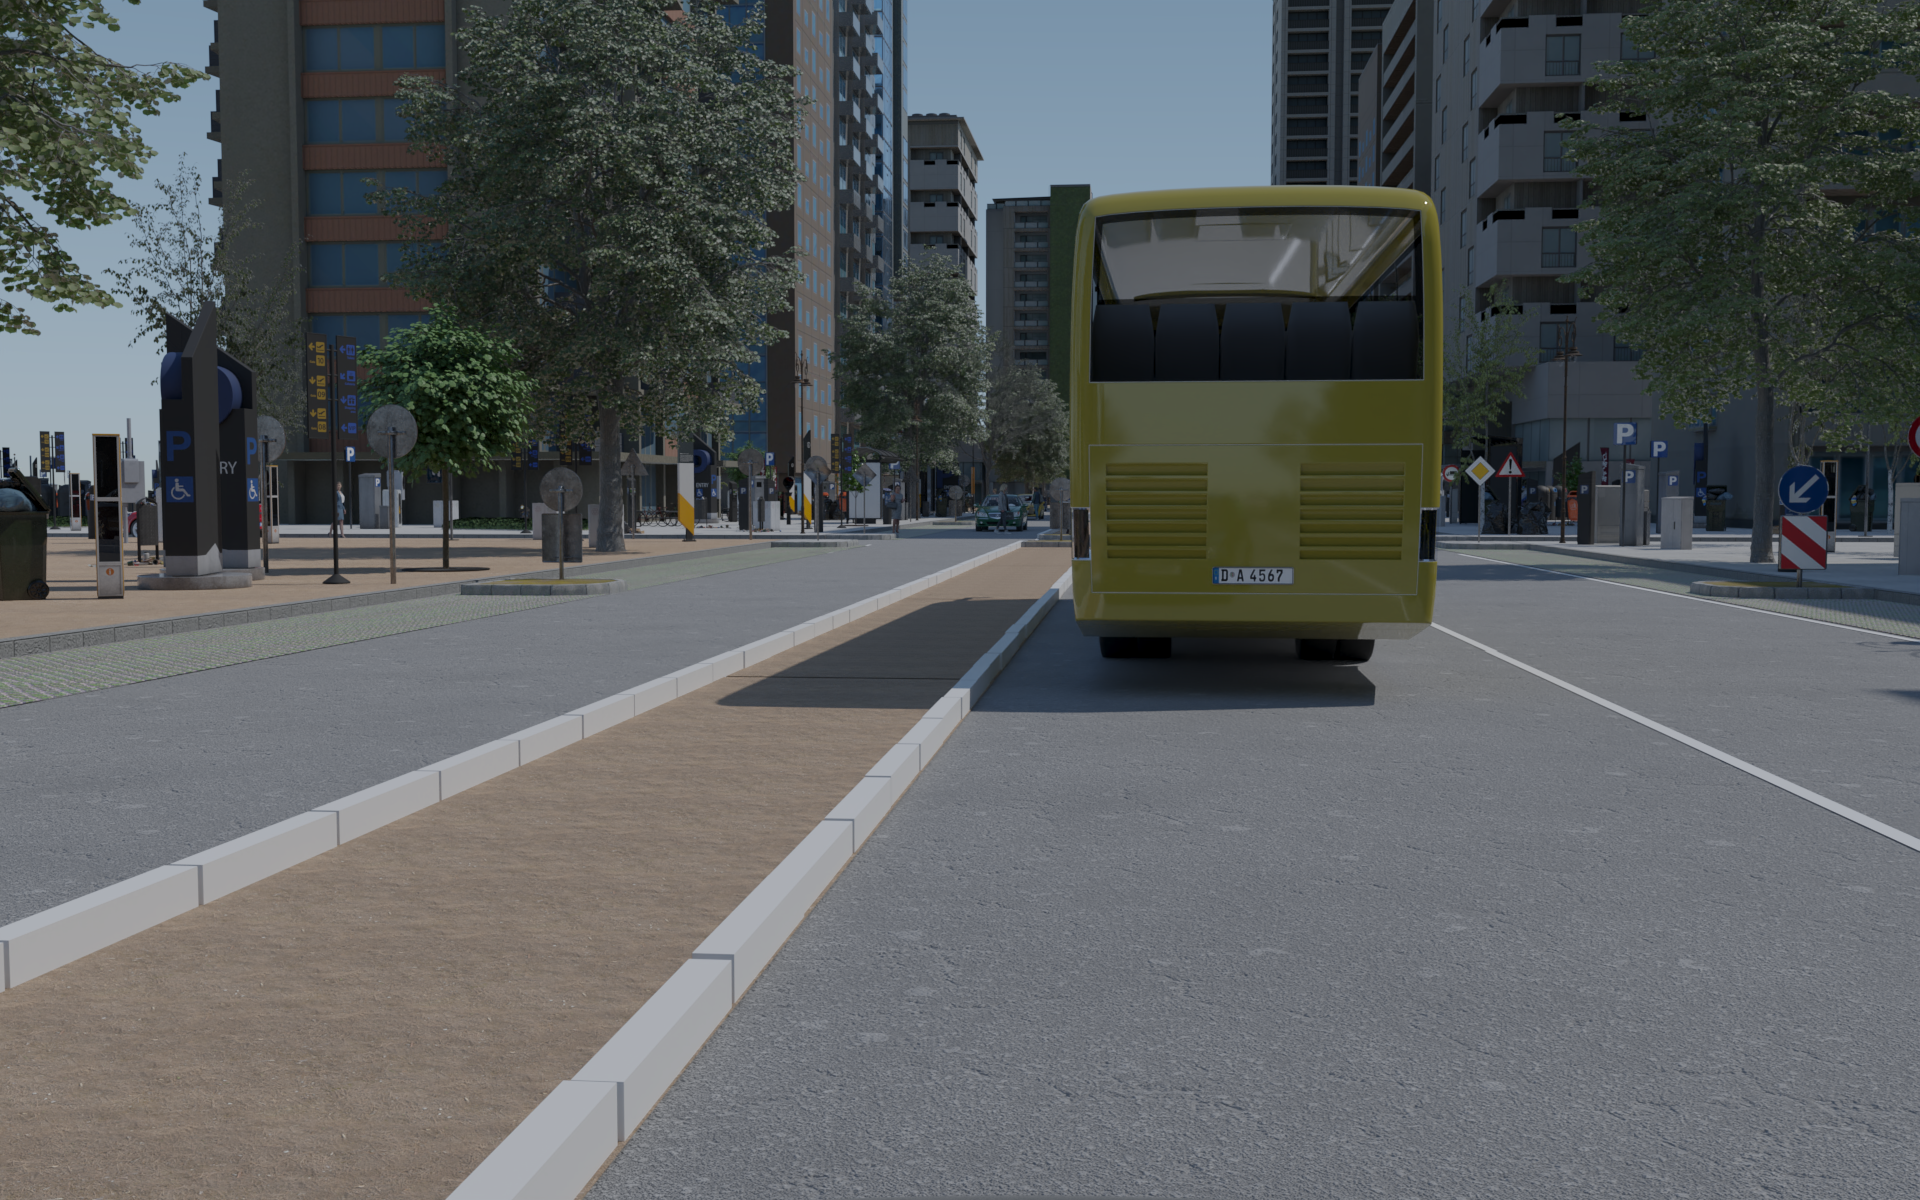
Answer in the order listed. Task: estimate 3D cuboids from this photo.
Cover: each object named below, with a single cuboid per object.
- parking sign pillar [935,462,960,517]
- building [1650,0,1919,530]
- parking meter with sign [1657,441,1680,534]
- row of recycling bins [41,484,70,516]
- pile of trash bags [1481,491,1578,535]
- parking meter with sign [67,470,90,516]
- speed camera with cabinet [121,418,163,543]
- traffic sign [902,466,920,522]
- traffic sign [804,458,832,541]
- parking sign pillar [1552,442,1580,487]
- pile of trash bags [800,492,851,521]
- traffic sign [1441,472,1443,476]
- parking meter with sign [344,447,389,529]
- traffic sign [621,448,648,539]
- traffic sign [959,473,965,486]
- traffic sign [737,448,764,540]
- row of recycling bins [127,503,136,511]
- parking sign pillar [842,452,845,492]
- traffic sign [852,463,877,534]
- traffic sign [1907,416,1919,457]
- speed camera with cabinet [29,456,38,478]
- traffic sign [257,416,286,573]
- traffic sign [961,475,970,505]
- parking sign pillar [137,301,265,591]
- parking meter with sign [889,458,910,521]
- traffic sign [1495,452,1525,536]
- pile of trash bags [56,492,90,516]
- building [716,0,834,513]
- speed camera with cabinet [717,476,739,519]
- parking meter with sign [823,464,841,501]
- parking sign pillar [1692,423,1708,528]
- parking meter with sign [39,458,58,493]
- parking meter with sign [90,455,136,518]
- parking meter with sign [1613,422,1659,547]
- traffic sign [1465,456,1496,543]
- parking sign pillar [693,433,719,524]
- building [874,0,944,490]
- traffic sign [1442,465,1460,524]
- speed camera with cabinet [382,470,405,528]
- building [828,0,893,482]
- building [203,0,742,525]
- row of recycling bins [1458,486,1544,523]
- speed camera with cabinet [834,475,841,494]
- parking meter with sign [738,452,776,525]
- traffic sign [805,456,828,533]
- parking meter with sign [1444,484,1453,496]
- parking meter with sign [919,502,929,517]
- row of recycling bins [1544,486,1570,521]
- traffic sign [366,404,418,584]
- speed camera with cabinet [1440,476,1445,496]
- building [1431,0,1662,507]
[{"bbox_3d":[-0.718,-6.751,98.850,1.447,3.967,1.447,0,4,5],"label":"parking sign pillar"},{"bbox_3d":[40.533,-27.289,69.871,21.600,48.544,21.300,0,4,6],"label":"building"},{"bbox_3d":[22.823,-3.643,55.823,0.543,3.016,1.738,0,4,0],"label":"parking meter with sign"},{"bbox_3d":[-38.635,-4.001,72.530,3.534,1.692,1.069,0,4,7],"label":"row of recycling bins"},{"bbox_3d":[18.225,-2.760,54.874,1.912,1.369,3.447,-3,5,-42],"label":"pile of trash bags"},{"bbox_3d":[-47.850,-6.011,94.546,1.738,3.016,0.543,0,4,-4],"label":"parking meter with sign"},{"bbox_3d":[-21.213,-3.143,45.727,2.038,3.252,0.660,-3,5,-40],"label":"speed camera with cabinet"},{"bbox_3d":[-2.271,-4.871,79.644,0.884,2.594,0.081,1,4,14],"label":"traffic sign"},{"bbox_3d":[-3.898,-2.685,47.536,0.795,2.450,0.064,0,4,6],"label":"traffic sign"},{"bbox_3d":[31.241,-6.169,89.334,1.447,3.967,1.447,1,4,11],"label":"parking sign pillar"},{"bbox_3d":[-6.362,-4.595,84.875,1.912,1.369,3.447,-2,4,-34],"label":"pile of trash bags"},{"bbox_3d":[14.534,-3.056,53.609,0.795,2.450,0.064,0,4,6],"label":"traffic sign"},{"bbox_3d":[-21.663,-4.116,63.565,1.738,3.016,0.543,1,4,16],"label":"parking meter with sign"},{"bbox_3d":[-9.281,-3.007,49.165,0.884,2.594,0.081,0,4,7],"label":"traffic sign"},{"bbox_3d":[-0.091,-6.328,103.563,0.768,2.556,0.104,0,4,8],"label":"traffic sign"},{"bbox_3d":[-5.854,-2.953,48.393,0.768,2.556,0.104,1,4,10],"label":"traffic sign"},{"bbox_3d":[-62.221,-7.468,129.219,1.069,1.692,3.534,-3,5,-41],"label":"row of recycling bins"},{"bbox_3d":[-6.891,-7.456,110.385,1.447,3.967,1.447,-3,4,-38],"label":"parking sign pillar"},{"bbox_3d":[-3.061,-3.170,55.477,0.795,2.450,0.064,0,4,6],"label":"traffic sign"},{"bbox_3d":[14.979,-1.627,26.704,0.768,2.556,0.104,1,4,10],"label":"traffic sign"},{"bbox_3d":[-48.426,-5.782,88.864,2.038,3.252,0.660,0,4,2],"label":"speed camera with cabinet"},{"bbox_3d":[-11.296,-1.713,28.117,0.768,2.556,0.104,1,4,12],"label":"traffic sign"},{"bbox_3d":[0.278,-7.094,116.092,0.768,2.556,0.104,1,4,11],"label":"traffic sign"},{"bbox_3d":[-10.481,-2.150,23.619,1.447,3.967,1.447,-1,4,-9],"label":"parking sign pillar"},{"bbox_3d":[-2.942,-5.374,84.134,0.543,3.016,1.738,1,4,14],"label":"parking meter with sign"},{"bbox_3d":[16.945,-3.264,53.378,0.884,2.594,0.081,1,4,12],"label":"traffic sign"},{"bbox_3d":[-49.850,-5.406,98.137,1.912,1.369,3.447,3,5,44],"label":"pile of trash bags"},{"bbox_3d":[-16.906,-28.761,120.359,14.600,45.320,14.200,0,4,6],"label":"building"},{"bbox_3d":[-11.194,-5.443,83.329,2.038,3.252,0.660,0,4,-2],"label":"speed camera with cabinet"},{"bbox_3d":[-7.656,-6.423,101.278,0.543,3.016,1.738,-3,4,-38],"label":"parking meter with sign"},{"bbox_3d":[27.951,-4.701,65.330,1.447,3.967,1.447,1,4,21],"label":"parking sign pillar"},{"bbox_3d":[-43.454,-5.233,81.822,0.543,3.016,1.738,0,4,5],"label":"parking meter with sign"},{"bbox_3d":[-37.804,-4.965,77.441,1.738,3.016,0.543,0,4,6],"label":"parking meter with sign"},{"bbox_3d":[16.668,-2.850,42.853,0.543,3.016,1.738,3,4,36],"label":"parking meter with sign"},{"bbox_3d":[13.697,-2.570,45.668,0.795,2.450,0.064,0,4,6],"label":"traffic sign"},{"bbox_3d":[-11.255,-5.332,75.652,1.447,3.967,1.447,2,4,31],"label":"parking sign pillar"},{"bbox_3d":[-17.960,-53.374,185.338,31.000,86.520,22.319,0,4,6],"label":"building"},{"bbox_3d":[21.181,-4.561,74.680,0.768,2.556,0.104,1,4,13],"label":"traffic sign"},{"bbox_3d":[-21.965,-4.457,67.200,0.660,3.252,2.038,-1,4,-10],"label":"speed camera with cabinet"},{"bbox_3d":[-18.677,-32.271,147.237,23.786,49.044,30.456,0,4,6],"label":"building"},{"bbox_3d":[-23.278,-26.281,84.316,22.147,44.769,28.867,0,4,6],"label":"building"},{"bbox_3d":[23.818,-4.264,76.829,3.534,1.692,1.069,3,5,40],"label":"row of recycling bins"},{"bbox_3d":[-8.415,-7.942,124.190,0.660,3.252,2.038,2,4,35],"label":"speed camera with cabinet"},{"bbox_3d":[-8.459,-4.627,71.915,0.543,3.016,1.738,3,5,39],"label":"parking meter with sign"},{"bbox_3d":[-4.764,-3.502,57.364,0.768,2.556,0.104,1,4,9],"label":"traffic sign"},{"bbox_3d":[28.837,-6.616,104.434,1.738,3.016,0.543,2,4,31],"label":"parking meter with sign"},{"bbox_3d":[-2.599,-6.205,97.718,1.738,3.016,0.543,0,4,6],"label":"parking meter with sign"},{"bbox_3d":[29.047,-4.751,84.793,3.534,1.692,1.069,-3,5,-43],"label":"row of recycling bins"},{"bbox_3d":[-8.090,-1.501,24.651,0.768,2.556,0.104,0,4,7],"label":"traffic sign"},{"bbox_3d":[22.199,-5.288,80.796,0.660,3.252,2.038,1,4,22],"label":"speed camera with cabinet"},{"bbox_3d":[45.264,-31.727,107.974,28.713,52.752,27.495,0,4,6],"label":"building"}]
